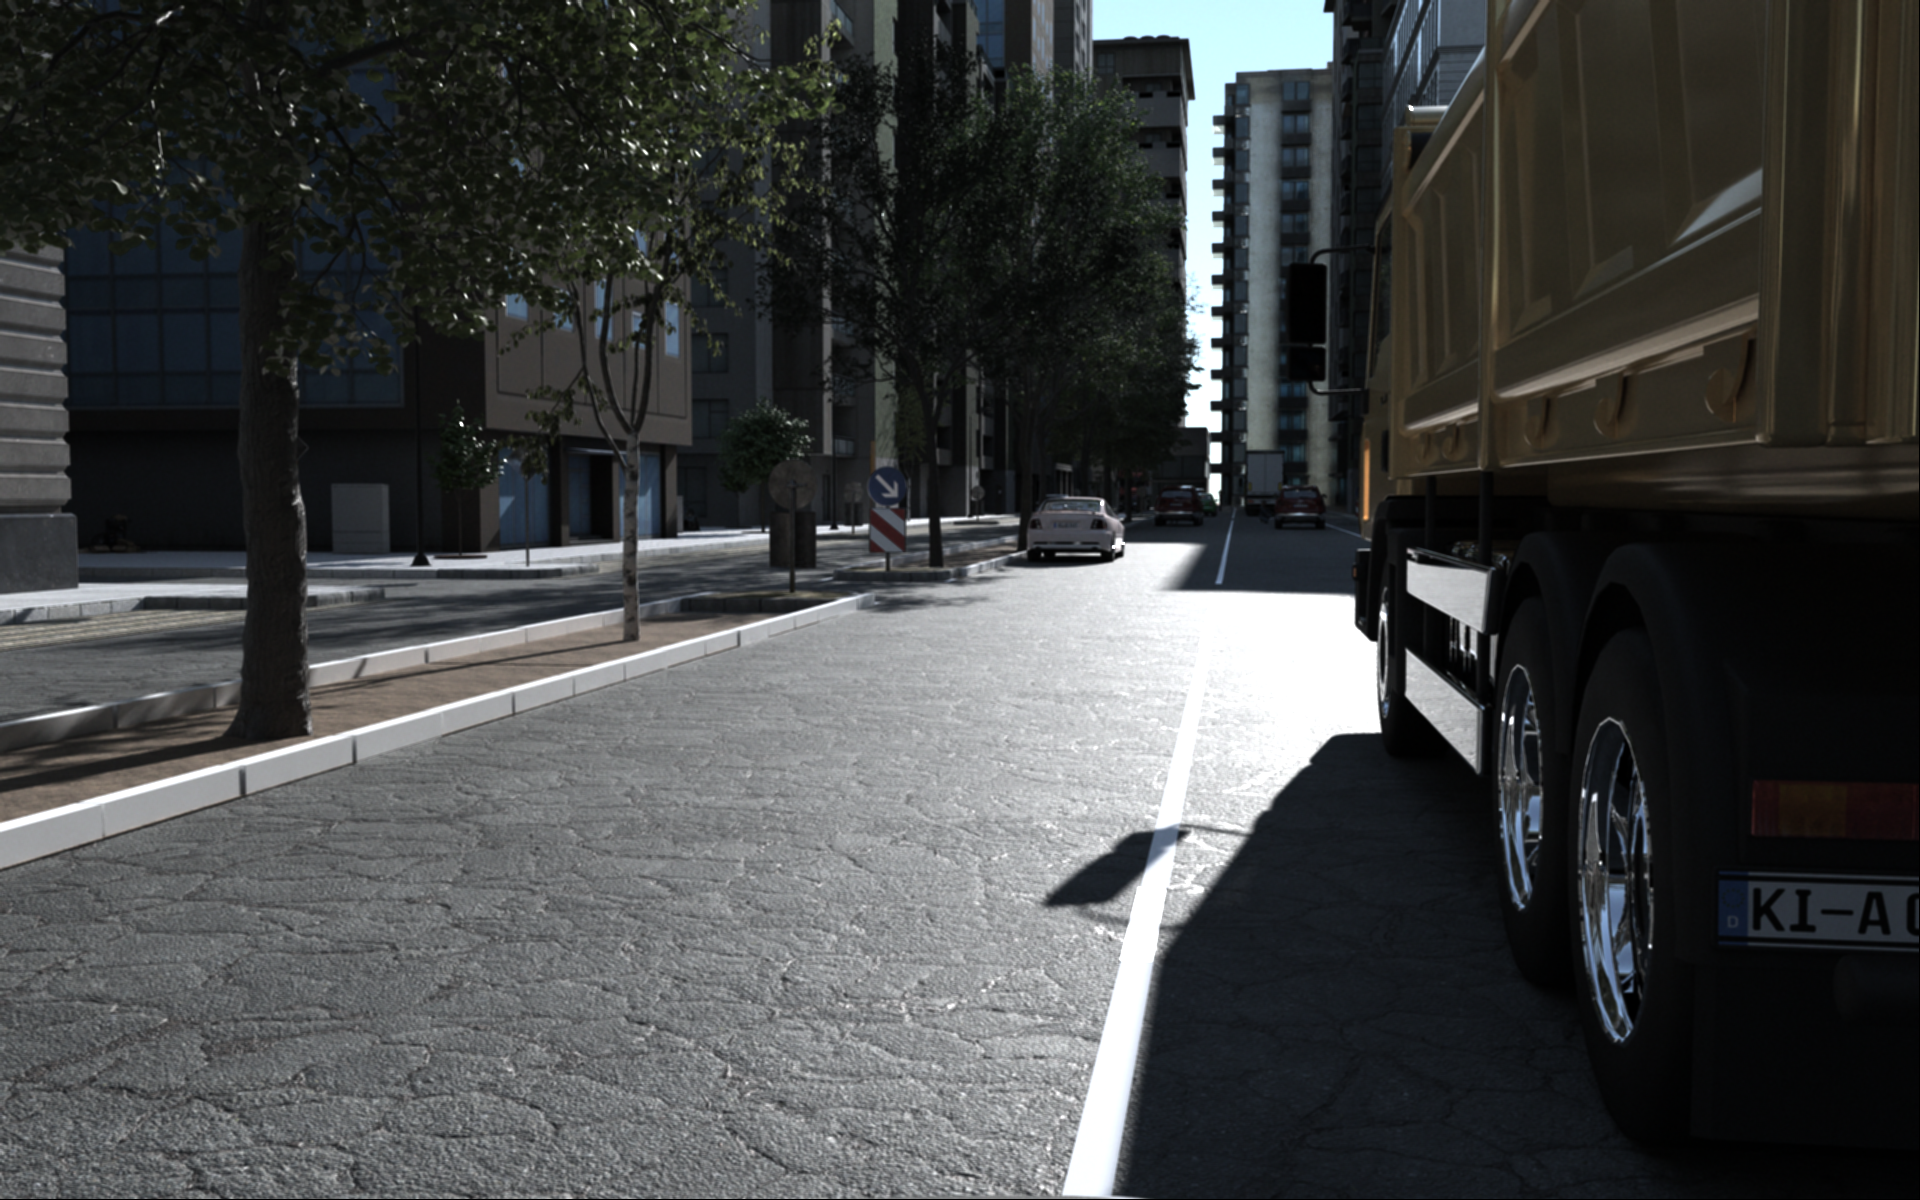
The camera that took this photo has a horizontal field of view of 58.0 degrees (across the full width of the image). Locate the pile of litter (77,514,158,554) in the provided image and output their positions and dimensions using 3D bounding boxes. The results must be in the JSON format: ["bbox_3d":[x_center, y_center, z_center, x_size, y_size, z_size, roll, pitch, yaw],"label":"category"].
[{"bbox_3d":[-18.443,-1.453,37.719,1.719,0.858,1.176,1,4,12],"label":"pile of litter"}]

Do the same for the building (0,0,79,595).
[{"bbox_3d":[-21.880,-11.665,19.609,19.941,23.489,11.050,1,4,9],"label":"building"}]

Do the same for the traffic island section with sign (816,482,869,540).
[{"bbox_3d":[-3.445,-2.831,54.916,1.989,1.847,2.006,1,4,9],"label":"traffic island section with sign"}]

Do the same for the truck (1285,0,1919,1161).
[{"bbox_3d":[3.238,-0.691,7.226,3.469,3.379,9.791,1,4,9],"label":"truck"}]

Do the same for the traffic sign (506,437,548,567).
[{"bbox_3d":[-7.651,-1.649,30.609,0.795,2.450,0.064,1,4,9],"label":"traffic sign"}]

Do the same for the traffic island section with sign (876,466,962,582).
[{"bbox_3d":[-1.098,-1.293,29.274,2.006,1.907,1.989,1,4,9],"label":"traffic island section with sign"}]

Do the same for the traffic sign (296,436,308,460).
[{"bbox_3d":[-8.918,-1.167,22.725,0.795,2.450,0.064,1,4,9],"label":"traffic sign"}]

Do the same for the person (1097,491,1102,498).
[{"bbox_3d":[12.409,-8.851,153.927,0.721,1.735,1.217,-1,4,-18],"label":"person"}]

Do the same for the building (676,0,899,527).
[{"bbox_3d":[-10.850,-23.817,73.009,14.154,41.232,14.086,1,4,9],"label":"building"}]

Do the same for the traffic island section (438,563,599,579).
[{"bbox_3d":[-7.675,-0.513,30.675,2.009,0.180,2.903,1,4,9],"label":"traffic island section"}]

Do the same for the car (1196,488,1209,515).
[{"bbox_3d":[15.916,-6.676,117.825,2.281,1.827,5.304,1,4,8],"label":"car"}]

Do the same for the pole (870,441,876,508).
[{"bbox_3d":[-3.342,-4.441,66.454,0.158,3.312,0.155,0,3,0],"label":"pole"}]

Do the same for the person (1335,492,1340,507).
[{"bbox_3d":[39.140,-10.416,179.715,0.530,1.710,0.541,-1,4,-8],"label":"person"}]

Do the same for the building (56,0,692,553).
[{"bbox_3d":[-15.837,-24.089,43.963,14.600,45.320,14.200,1,4,9],"label":"building"}]

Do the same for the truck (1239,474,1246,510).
[{"bbox_3d":[26.686,-9.709,154.661,3.469,3.379,9.791,1,4,9],"label":"truck"}]

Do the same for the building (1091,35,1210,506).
[{"bbox_3d":[15.287,-37.496,202.301,27.495,52.752,28.713,1,4,9],"label":"building"}]

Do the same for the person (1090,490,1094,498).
[{"bbox_3d":[10.392,-7.725,135.541,0.721,1.736,1.217,0,4,-6],"label":"person"}]

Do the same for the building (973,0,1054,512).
[{"bbox_3d":[-0.785,-29.196,127.470,14.600,45.320,14.200,1,4,9],"label":"building"}]

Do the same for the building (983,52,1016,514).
[{"bbox_3d":[-4.211,-20.883,113.142,14.160,30.474,14.107,1,4,9],"label":"building"}]

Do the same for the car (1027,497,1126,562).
[{"bbox_3d":[2.585,-1.578,38.162,2.083,1.381,4.827,1,4,10],"label":"car"}]

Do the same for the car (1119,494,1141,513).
[{"bbox_3d":[13.170,-7.654,134.934,2.009,1.686,4.222,0,4,8],"label":"car"}]

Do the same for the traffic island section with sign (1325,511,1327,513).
[{"bbox_3d":[26.144,-7.320,128.311,1.989,1.847,2.006,1,4,9],"label":"traffic island section with sign"}]

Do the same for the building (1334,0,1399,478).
[{"bbox_3d":[40.603,-29.229,132.515,22.147,44.769,28.867,1,4,9],"label":"building"}]

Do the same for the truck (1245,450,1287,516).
[{"bbox_3d":[20.456,-7.772,115.979,2.839,4.237,11.283,1,4,10],"label":"truck"}]

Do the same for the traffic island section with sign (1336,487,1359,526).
[{"bbox_3d":[18.293,-4.331,79.436,1.989,1.847,2.006,1,4,9],"label":"traffic island section with sign"}]

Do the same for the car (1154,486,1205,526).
[{"bbox_3d":[9.999,-4.294,78.881,2.281,1.827,5.304,1,4,10],"label":"car"}]

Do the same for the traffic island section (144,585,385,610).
[{"bbox_3d":[-8.942,-0.031,22.790,2.009,0.180,2.903,1,4,9],"label":"traffic island section"}]

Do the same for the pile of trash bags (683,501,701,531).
[{"bbox_3d":[-10.709,-3.050,59.620,1.912,1.369,3.447,3,4,38],"label":"pile of trash bags"}]

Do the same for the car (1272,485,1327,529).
[{"bbox_3d":[14.178,-3.895,72.355,2.281,1.827,5.304,1,4,10],"label":"car"}]

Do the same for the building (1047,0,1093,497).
[{"bbox_3d":[2.005,-44.745,169.824,20.611,71.187,20.563,1,4,9],"label":"building"}]

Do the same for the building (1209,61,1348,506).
[{"bbox_3d":[43.629,-35.147,194.262,30.456,49.044,23.786,1,4,9],"label":"building"}]

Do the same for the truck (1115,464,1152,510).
[{"bbox_3d":[15.629,-10.135,154.619,2.839,4.237,11.283,1,4,9],"label":"truck"}]

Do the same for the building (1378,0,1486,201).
[{"bbox_3d":[27.527,-18.854,85.752,11.434,29.767,29.804,1,4,9],"label":"building"}]

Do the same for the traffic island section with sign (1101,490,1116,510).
[{"bbox_3d":[13.335,-9.216,159.311,1.989,1.847,2.006,1,4,9],"label":"traffic island section with sign"}]

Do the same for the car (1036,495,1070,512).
[{"bbox_3d":[4.981,-4.750,89.662,2.014,1.417,4.499,1,4,9],"label":"car"}]

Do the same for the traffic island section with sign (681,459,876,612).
[{"bbox_3d":[-2.282,-0.846,21.961,2.006,1.907,1.989,1,4,9],"label":"traffic island section with sign"}]

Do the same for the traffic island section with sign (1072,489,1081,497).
[{"bbox_3d":[8.884,-7.521,131.597,1.989,1.847,2.006,1,4,9],"label":"traffic island section with sign"}]

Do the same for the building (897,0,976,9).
[{"bbox_3d":[-6.913,-19.776,95.044,14.160,30.474,14.107,1,4,9],"label":"building"}]

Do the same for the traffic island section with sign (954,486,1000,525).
[{"bbox_3d":[0.833,-4.460,81.552,1.989,1.847,2.006,1,4,9],"label":"traffic island section with sign"}]

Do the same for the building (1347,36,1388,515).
[{"bbox_3d":[32.378,-20.842,112.462,14.160,30.474,14.107,1,4,9],"label":"building"}]

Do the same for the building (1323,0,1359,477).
[{"bbox_3d":[48.582,-34.911,160.033,28.713,52.752,27.495,1,4,9],"label":"building"}]

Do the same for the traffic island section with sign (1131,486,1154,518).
[{"bbox_3d":[10.814,-5.831,103.466,2.006,1.907,1.989,1,4,9],"label":"traffic island section with sign"}]

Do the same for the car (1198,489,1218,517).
[{"bbox_3d":[15.573,-6.268,111.283,1.959,1.807,4.718,1,4,11],"label":"car"}]
